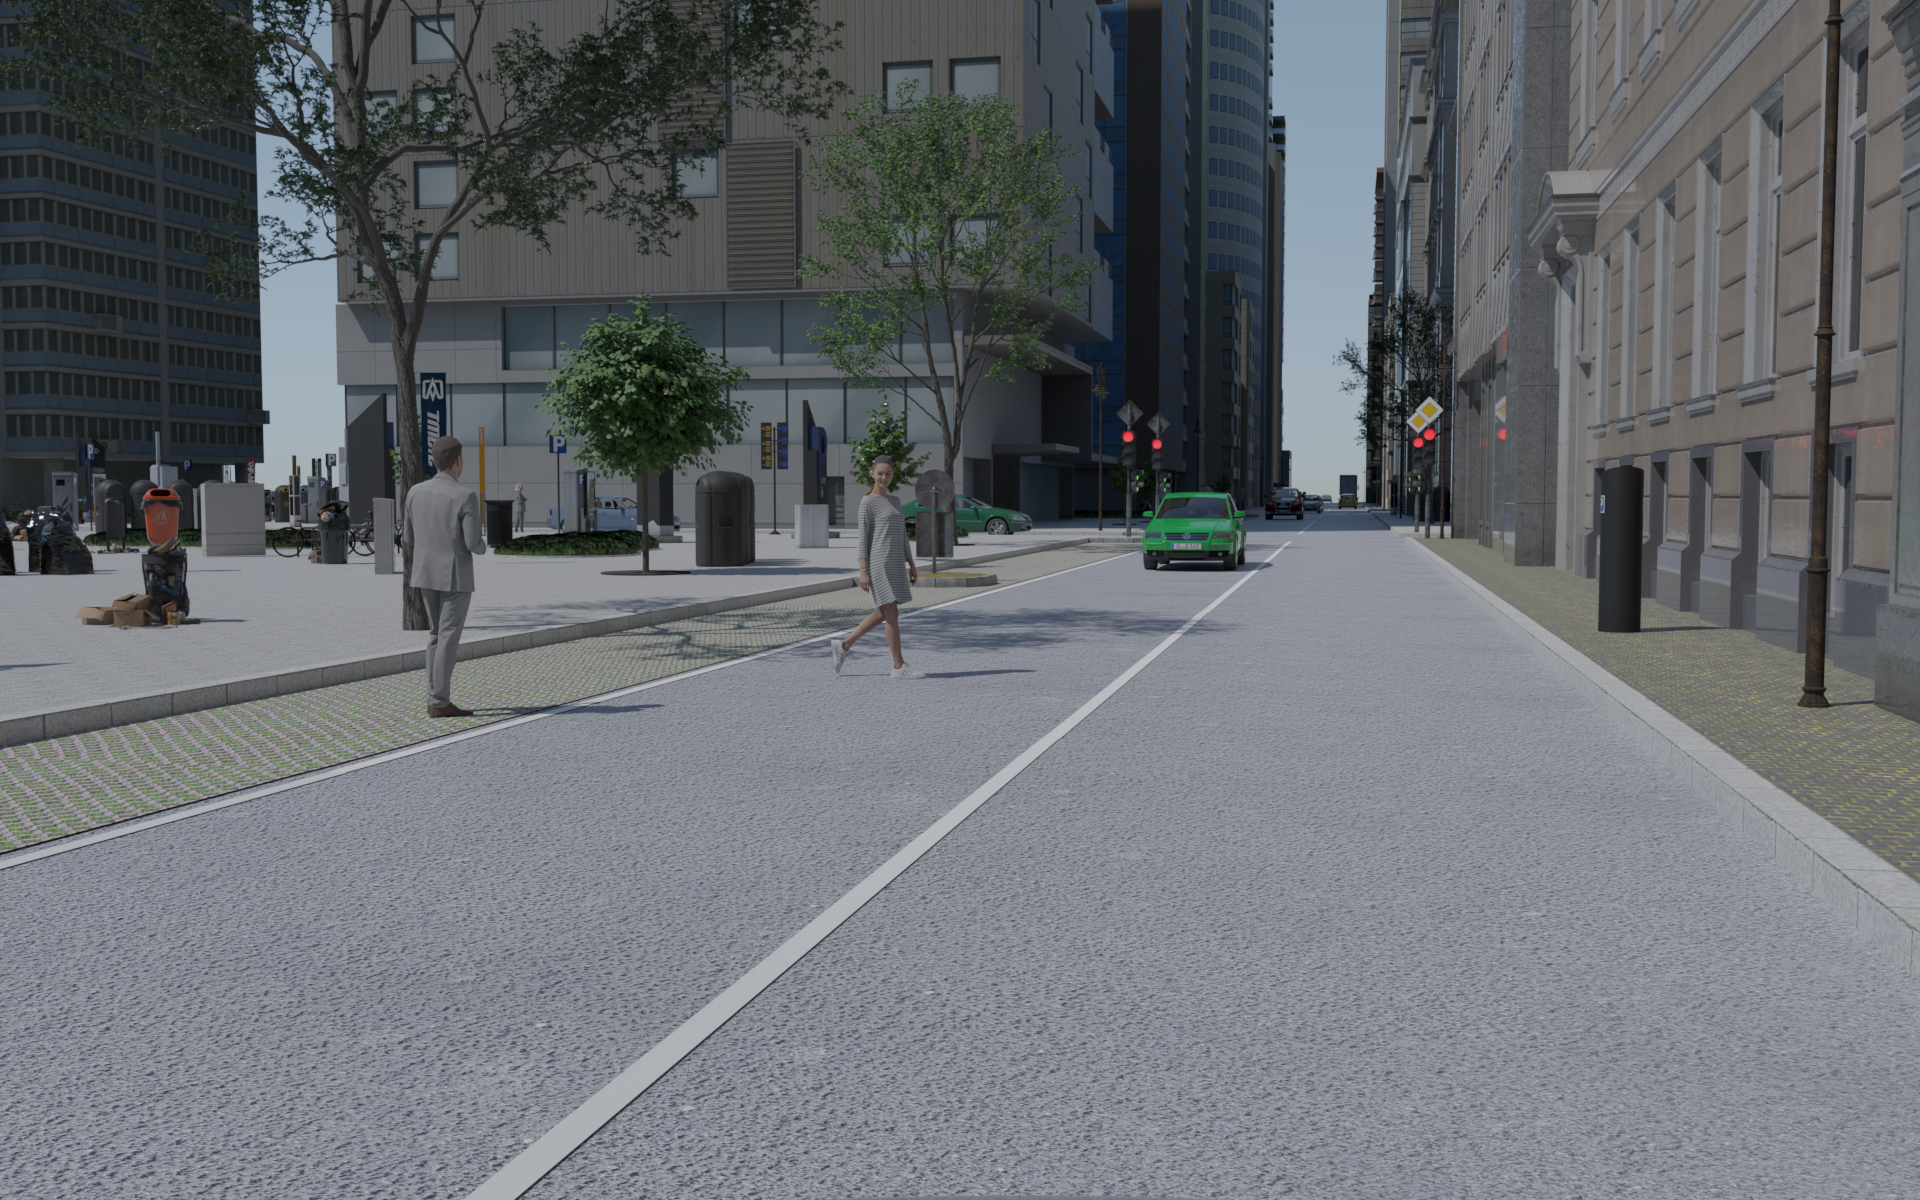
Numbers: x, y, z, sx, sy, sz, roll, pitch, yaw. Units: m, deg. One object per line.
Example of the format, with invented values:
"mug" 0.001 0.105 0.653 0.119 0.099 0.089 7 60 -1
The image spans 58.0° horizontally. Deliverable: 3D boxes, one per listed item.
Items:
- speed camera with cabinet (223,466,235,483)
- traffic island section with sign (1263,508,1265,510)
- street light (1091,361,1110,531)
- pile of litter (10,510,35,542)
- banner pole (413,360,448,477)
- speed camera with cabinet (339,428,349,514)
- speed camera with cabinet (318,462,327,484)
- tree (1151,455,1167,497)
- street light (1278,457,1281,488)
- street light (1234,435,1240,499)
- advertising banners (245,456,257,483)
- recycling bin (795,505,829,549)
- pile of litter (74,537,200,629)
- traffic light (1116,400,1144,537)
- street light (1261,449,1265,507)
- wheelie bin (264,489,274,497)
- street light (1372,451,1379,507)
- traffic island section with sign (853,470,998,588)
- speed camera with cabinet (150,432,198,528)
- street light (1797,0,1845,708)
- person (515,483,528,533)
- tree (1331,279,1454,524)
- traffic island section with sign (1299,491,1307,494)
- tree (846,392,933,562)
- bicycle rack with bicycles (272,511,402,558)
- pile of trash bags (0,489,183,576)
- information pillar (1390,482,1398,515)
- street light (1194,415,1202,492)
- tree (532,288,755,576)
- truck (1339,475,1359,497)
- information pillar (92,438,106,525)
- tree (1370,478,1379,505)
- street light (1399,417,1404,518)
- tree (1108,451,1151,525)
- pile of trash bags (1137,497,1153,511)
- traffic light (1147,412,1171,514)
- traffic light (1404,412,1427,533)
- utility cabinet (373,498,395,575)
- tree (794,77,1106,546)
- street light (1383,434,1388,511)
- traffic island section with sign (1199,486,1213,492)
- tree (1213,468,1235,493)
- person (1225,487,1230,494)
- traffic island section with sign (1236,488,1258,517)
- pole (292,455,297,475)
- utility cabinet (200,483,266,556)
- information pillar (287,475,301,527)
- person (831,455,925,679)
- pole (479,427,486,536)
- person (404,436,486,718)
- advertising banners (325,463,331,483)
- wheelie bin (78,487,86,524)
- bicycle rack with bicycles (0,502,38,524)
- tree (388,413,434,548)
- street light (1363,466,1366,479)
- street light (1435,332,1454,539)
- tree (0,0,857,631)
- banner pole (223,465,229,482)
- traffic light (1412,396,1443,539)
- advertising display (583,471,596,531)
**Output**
"speed camera with cabinet" -52.800 -7.913 123.721 2.038 3.252 0.660 1 4 18
"traffic island section with sign" 28.387 -9.020 156.102 1.989 1.847 2.006 1 4 13
"street light" 4.916 -5.362 60.453 0.468 5.910 1.993 1 4 13
"pile of litter" -25.529 -2.023 47.033 1.719 0.858 1.176 2 4 34
"banner pole" -9.688 -2.531 31.394 0.863 3.779 0.401 0 4 -1
"speed camera with cabinet" -17.844 -3.522 51.919 2.038 3.252 0.660 3 5 41
"speed camera with cabinet" -39.242 -6.820 105.844 0.660 3.252 2.038 0 4 5
"tree" 8.501 -5.116 78.241 1.663 3.219 1.824 0 3 0
"street light" 39.842 -14.880 216.074 0.468 5.910 1.993 1 4 13
"street light" 21.604 -9.918 134.947 0.468 5.910 1.993 1 4 13
"advertising banners" -33.600 -5.141 80.247 2.074 3.025 0.090 -3 4 -38
"recycling bin" -3.526 -1.750 41.161 0.722 1.027 0.722 -1 4 -13
"pile of litter" -8.121 -0.193 17.122 1.176 0.858 1.719 -1 4 -15
"traffic light" 5.071 -3.843 51.756 0.839 4.253 0.868 1 4 13
"street light" 30.429 -12.311 174.071 0.468 5.910 1.993 1 4 13
"wheelie bin" -47.190 -6.720 117.786 0.980 1.594 0.693 -2 4 -27
"street light" 40.051 -11.826 166.145 0.468 5.910 1.993 1 4 13
"traffic island section with sign" -0.471 -1.142 27.293 1.989 1.847 2.006 1 4 13
"speed camera with cabinet" -24.763 -3.696 54.763 2.038 3.252 0.660 2 4 34
"street light" 5.159 -2.294 10.287 0.468 5.910 1.993 1 4 13
"person" -14.709 -3.025 58.149 0.526 1.800 0.537 0 4 -4
"tree" 20.281 -8.620 75.357 7.601 10.594 8.767 3 4 37
"traffic island section with sign" 52.606 -15.632 264.202 1.989 1.847 2.006 1 4 13
"tree" -1.313 -2.347 32.973 1.663 3.219 1.824 0 3 0
"bicycle rack with bicycles" -12.616 -1.396 36.202 2.925 0.926 2.852 -1 4 -10
"pile of trash bags" -14.484 -1.122 28.103 3.447 1.369 1.912 -1 4 -21
"information pillar" 26.468 -6.186 105.631 0.304 2.012 0.304 -2 4 -34
"street light" 13.659 -7.756 99.595 0.468 5.910 1.993 1 4 13
"tree" -5.134 -2.695 27.778 4.285 4.588 4.351 0 3 0
"truck" 57.588 -16.374 256.623 2.839 4.237 11.283 1 4 14
"information pillar" -35.513 -4.898 71.439 0.504 3.616 0.183 -2 4 -26
"tree" 51.183 -13.359 213.026 1.663 3.219 1.824 0 3 0
"street light" 23.260 -7.244 91.223 0.468 5.910 1.993 1 4 13
"tree" 6.946 -4.719 71.753 1.663 3.219 1.824 0 3 0
"pile of trash bags" 11.034 -5.074 92.710 3.447 1.369 1.912 2 4 28
"traffic light" 6.817 -4.320 59.548 0.839 4.253 0.868 1 4 13
"traffic light" 15.225 -4.206 57.688 0.839 4.253 0.868 1 4 13
"utility cabinet" -9.315 -1.034 28.061 0.306 1.237 1.020 -1 4 -16
"tree" -0.221 -7.158 42.787 9.928 11.665 9.643 0 3 0
"street light" 31.972 -9.641 130.411 0.468 5.910 1.993 1 4 13
"traffic island section with sign" 11.510 -4.414 80.798 1.989 1.847 2.006 1 4 13
"tree" 19.369 -8.112 127.226 1.663 3.219 1.824 0 3 0
"person" 15.193 -5.558 99.214 0.795 1.843 0.661 1 4 16
"traffic island section with sign" 17.494 -6.046 107.485 1.989 1.847 2.006 1 4 13
"pole" -34.910 -5.936 90.902 0.158 3.312 0.155 0 3 0
"utility cabinet" -14.914 -1.643 35.541 1.173 1.500 0.318 -3 5 -39
"information pillar" -25.681 -3.816 66.883 0.304 2.012 0.304 2 4 35
"person" -0.644 -0.257 13.455 0.760 1.731 0.466 0 4 6
"pole" -14.543 -3.602 52.740 0.158 3.312 0.155 0 3 0
"person" -3.256 -0.152 11.178 0.606 1.804 0.583 1 4 20
"advertising banners" -35.059 -6.199 97.549 0.090 3.025 2.074 1 4 17
"wheelie bin" -37.791 -4.028 73.770 0.693 1.594 0.980 3 5 41
"bicycle rack with bicycles" -41.202 -3.773 75.077 2.925 0.926 2.852 -2 4 -33
"tree" -12.833 -2.869 41.512 1.663 3.219 1.824 0 3 0
"street light" 58.240 -16.789 247.283 0.468 5.910 1.993 1 4 13
"street light" 13.809 -4.689 49.450 0.468 5.910 1.993 1 4 13
"tree" -5.105 -5.015 16.403 8.767 10.594 7.601 0 4 0
"banner pole" -53.323 -8.305 125.800 0.863 3.779 0.401 3 4 37
"traffic light" 13.479 -3.729 49.895 0.839 4.253 0.868 1 4 13
"advertising display" -10.420 -2.660 48.712 0.123 1.923 0.974 0 4 1
